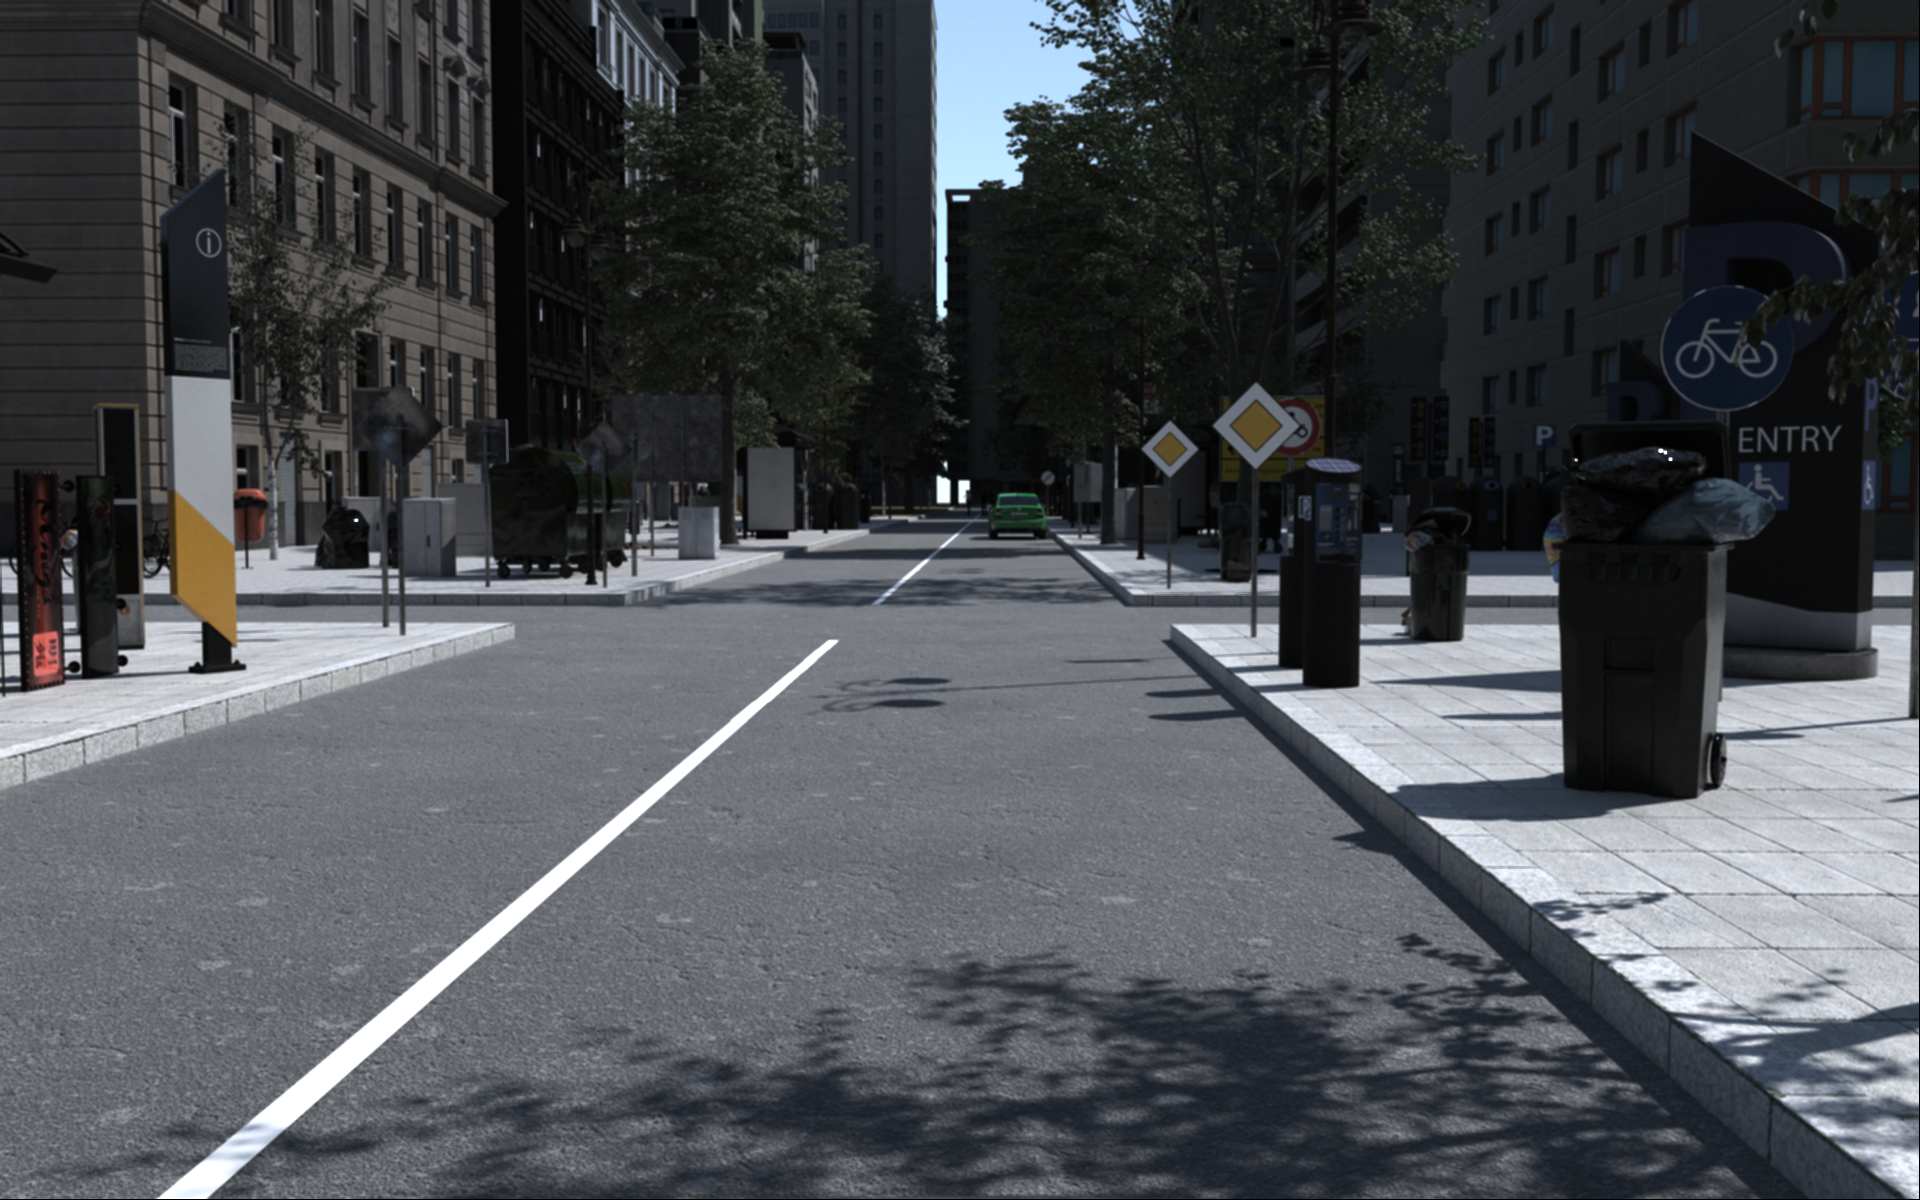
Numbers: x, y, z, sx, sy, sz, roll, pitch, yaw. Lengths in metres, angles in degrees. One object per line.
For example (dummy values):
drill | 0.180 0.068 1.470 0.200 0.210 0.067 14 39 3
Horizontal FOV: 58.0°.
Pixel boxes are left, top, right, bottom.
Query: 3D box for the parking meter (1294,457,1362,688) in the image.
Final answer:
parking meter | 2.490 -0.194 11.582 0.372 1.533 0.369 0 3 0

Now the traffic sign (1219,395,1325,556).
traffic sign | 6.510 -2.568 35.855 2.265 3.308 0.079 0 4 3

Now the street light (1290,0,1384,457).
street light | 3.005 -2.522 14.016 0.468 5.910 1.993 0 4 1

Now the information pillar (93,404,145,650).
information pillar | -6.937 -0.599 14.292 0.304 2.012 0.304 -2 4 -33

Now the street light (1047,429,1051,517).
street light | 5.099 -7.669 98.171 0.468 5.910 1.993 0 4 1

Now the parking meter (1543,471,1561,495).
parking meter | 14.663 -2.276 42.930 0.399 1.863 0.255 1 4 17

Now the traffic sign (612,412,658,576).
traffic sign | -5.085 -1.643 26.975 0.768 2.556 0.104 0 4 8

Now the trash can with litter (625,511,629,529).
trash can with litter | -12.310 -3.184 63.454 0.624 1.170 1.055 -2 4 -31

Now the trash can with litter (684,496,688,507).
trash can with litter | -11.175 -3.499 68.261 1.678 1.210 2.233 2 4 28

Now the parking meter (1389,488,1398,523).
parking meter | 19.043 -4.140 76.100 0.372 1.533 0.369 0 3 0

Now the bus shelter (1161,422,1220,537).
bus shelter | 6.961 -3.513 51.353 2.014 3.302 5.546 0 4 1

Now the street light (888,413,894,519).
street light | -3.615 -7.118 89.169 0.468 5.910 1.993 0 4 1

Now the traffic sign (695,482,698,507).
traffic sign | -5.498 -2.083 36.179 0.606 2.300 0.079 1 4 11

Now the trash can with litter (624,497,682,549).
trash can with litter | -7.628 -1.825 40.889 1.678 1.210 2.233 -1 4 -17

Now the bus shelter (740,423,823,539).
bus shelter | -5.382 -3.549 51.950 2.014 3.302 5.546 0 4 1

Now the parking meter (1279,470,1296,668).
parking meter | 2.561 -0.271 12.846 0.372 1.533 0.369 0 3 0

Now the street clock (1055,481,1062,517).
street clock | 5.684 -5.778 99.041 0.471 2.002 0.358 0 4 -4

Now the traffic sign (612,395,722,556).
traffic sign | -6.026 -2.555 35.643 2.265 3.308 0.079 0 4 2

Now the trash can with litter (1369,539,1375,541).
trash can with litter | 10.225 -2.226 47.452 2.233 1.210 1.678 2 4 35

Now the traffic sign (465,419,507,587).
traffic sign | -6.495 -1.323 23.764 0.606 2.300 0.079 1 4 11

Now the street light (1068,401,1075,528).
street light | 4.300 -5.700 65.977 0.468 5.910 1.993 0 4 1

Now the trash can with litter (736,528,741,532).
trash can with litter | -6.853 -2.899 58.453 2.233 1.210 1.678 -2 4 -28

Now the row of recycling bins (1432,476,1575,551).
row of recycling bins | 12.313 -1.963 39.208 3.534 1.692 1.069 0 4 -4

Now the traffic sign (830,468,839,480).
traffic sign | -5.714 -4.679 77.679 0.795 2.450 0.064 0 4 7

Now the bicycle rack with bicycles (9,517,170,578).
bicycle rack with bicycles | -12.780 -0.827 26.902 2.925 0.926 2.852 2 4 24

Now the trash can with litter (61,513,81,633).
trash can with litter | -8.074 -0.290 16.130 0.624 1.170 1.055 -2 4 -33

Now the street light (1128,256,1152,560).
street light | 3.548 -3.731 33.790 0.468 5.910 1.993 0 4 1

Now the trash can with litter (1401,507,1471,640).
trash can with litter | 4.162 -0.250 15.468 0.624 1.170 1.055 0 4 0

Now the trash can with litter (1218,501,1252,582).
trash can with litter | 4.159 -0.872 25.648 0.624 1.170 1.055 0 4 2

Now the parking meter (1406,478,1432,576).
parking meter | 7.170 -1.139 27.041 0.372 1.533 0.369 0 3 0

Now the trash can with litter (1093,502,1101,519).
trash can with litter | 7.338 -4.781 89.223 2.233 1.210 1.678 2 4 28

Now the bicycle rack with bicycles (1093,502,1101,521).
bicycle rack with bicycles | 6.838 -4.230 82.544 2.852 0.926 2.925 0 4 -5

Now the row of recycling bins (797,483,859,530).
row of recycling bins | -5.412 -3.389 62.517 3.534 1.692 1.069 0 4 2

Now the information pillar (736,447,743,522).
information pillar | -9.886 -5.337 78.614 0.504 3.616 0.183 0 4 -6

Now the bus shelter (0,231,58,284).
bus shelter | -7.388 -0.950 9.463 2.014 3.302 5.546 0 4 1

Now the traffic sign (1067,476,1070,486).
traffic sign | 6.096 -5.697 95.270 0.606 2.300 0.079 0 4 5

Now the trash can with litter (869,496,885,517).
trash can with litter | -5.447 -5.229 96.550 2.233 1.210 1.678 2 4 31

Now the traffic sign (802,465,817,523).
traffic sign | -6.521 -4.625 75.731 0.768 2.556 0.104 1 4 9

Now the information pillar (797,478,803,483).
information pillar | -7.165 -4.453 77.302 0.304 2.012 0.304 3 4 38

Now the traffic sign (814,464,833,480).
traffic sign | -5.549 -4.295 70.329 0.768 2.556 0.104 0 4 3

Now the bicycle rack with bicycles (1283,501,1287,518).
bicycle rack with bicycles | 16.538 -4.698 90.194 2.852 0.926 2.925 -2 4 -28

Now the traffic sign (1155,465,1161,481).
traffic sign | 7.459 -4.093 67.020 0.768 2.556 0.104 1 4 9

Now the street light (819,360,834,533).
street light | -4.403 -5.124 56.562 0.468 5.910 1.993 0 4 1

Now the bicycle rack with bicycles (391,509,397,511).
bicycle rack with bicycles | -13.181 -1.718 41.469 2.852 0.926 2.925 1 4 18

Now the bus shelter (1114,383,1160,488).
bus shelter | 6.059 -5.037 59.992 2.179 5.291 8.768 0 4 1

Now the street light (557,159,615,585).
street light | -5.219 -3.153 24.344 0.468 5.910 1.993 0 4 1

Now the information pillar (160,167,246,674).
information pillar | -5.415 -1.284 12.352 0.183 3.616 0.504 2 4 31
